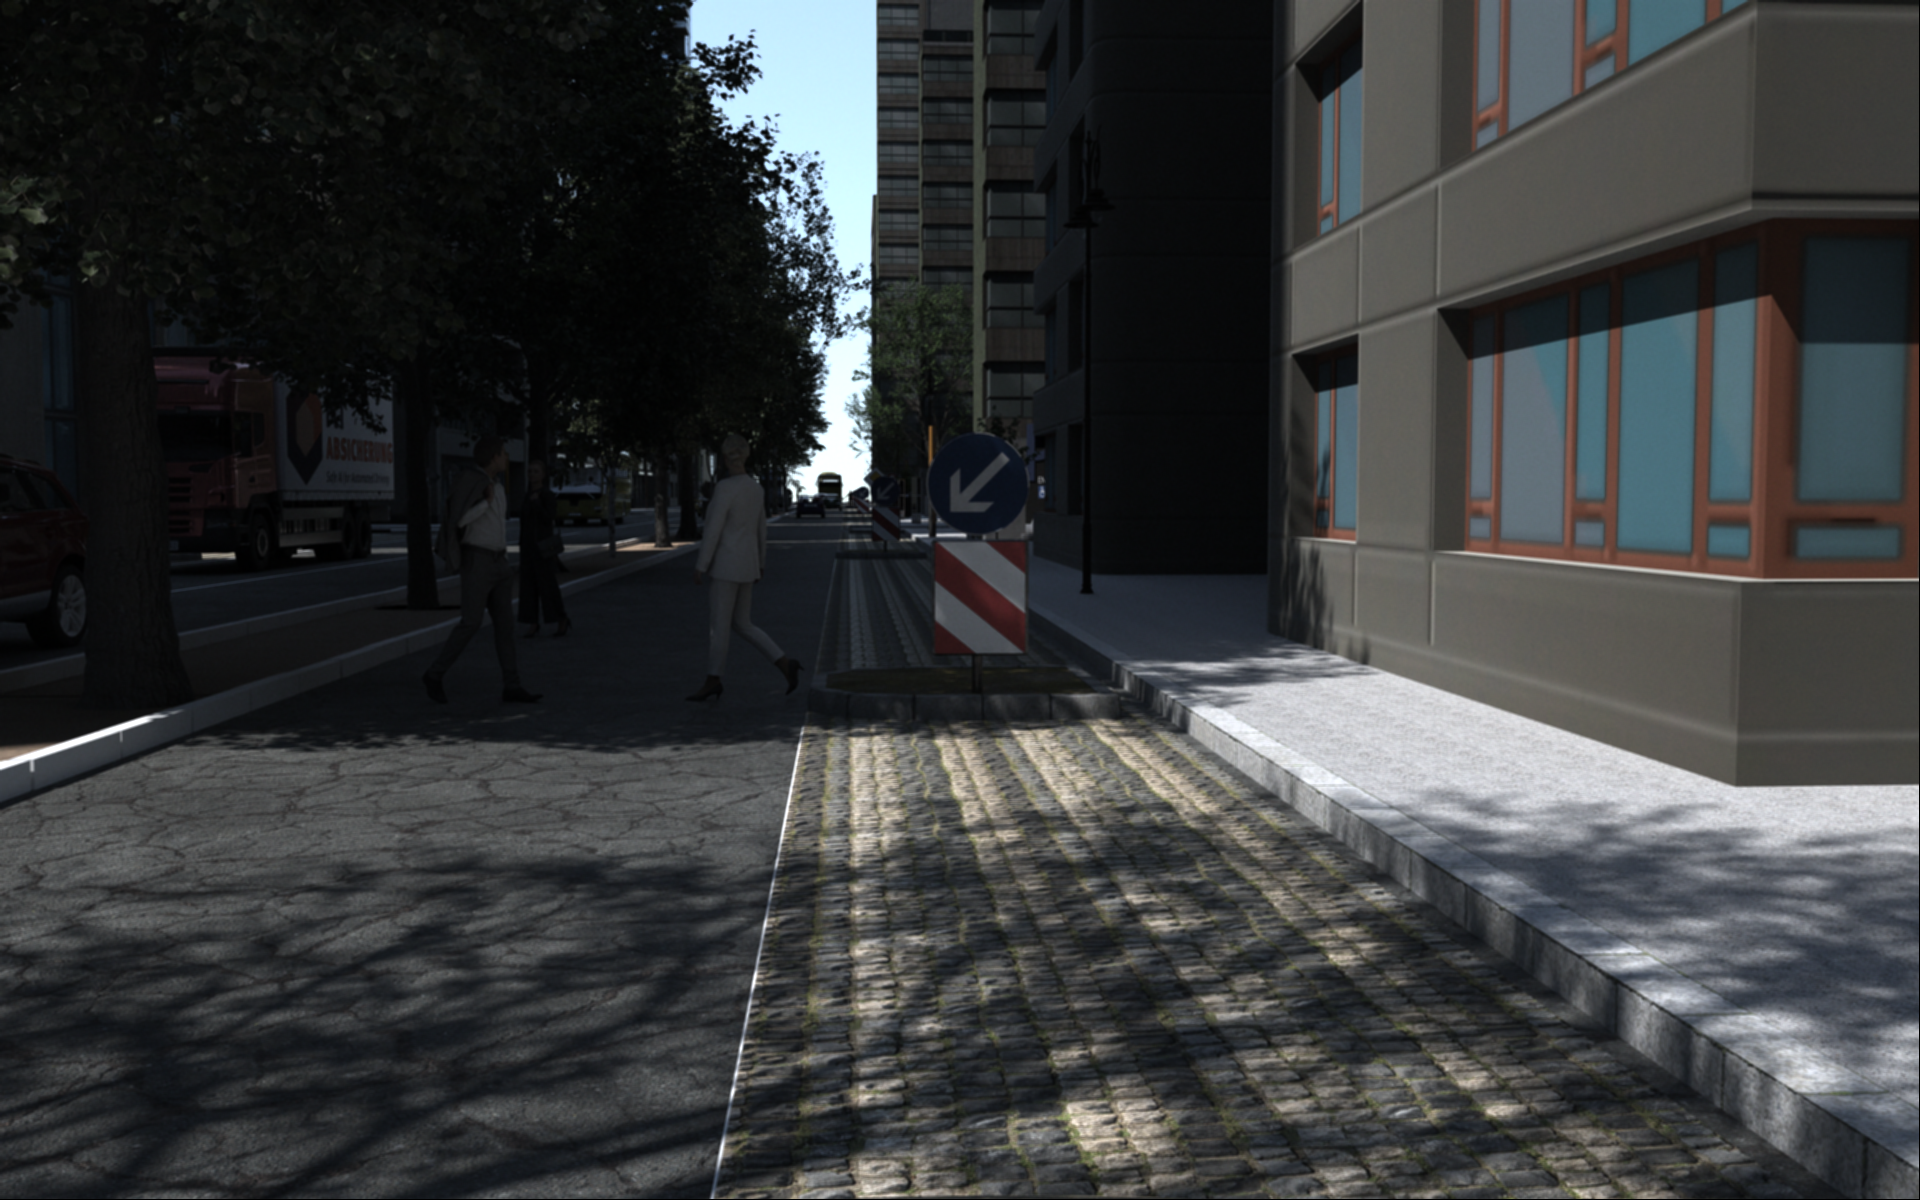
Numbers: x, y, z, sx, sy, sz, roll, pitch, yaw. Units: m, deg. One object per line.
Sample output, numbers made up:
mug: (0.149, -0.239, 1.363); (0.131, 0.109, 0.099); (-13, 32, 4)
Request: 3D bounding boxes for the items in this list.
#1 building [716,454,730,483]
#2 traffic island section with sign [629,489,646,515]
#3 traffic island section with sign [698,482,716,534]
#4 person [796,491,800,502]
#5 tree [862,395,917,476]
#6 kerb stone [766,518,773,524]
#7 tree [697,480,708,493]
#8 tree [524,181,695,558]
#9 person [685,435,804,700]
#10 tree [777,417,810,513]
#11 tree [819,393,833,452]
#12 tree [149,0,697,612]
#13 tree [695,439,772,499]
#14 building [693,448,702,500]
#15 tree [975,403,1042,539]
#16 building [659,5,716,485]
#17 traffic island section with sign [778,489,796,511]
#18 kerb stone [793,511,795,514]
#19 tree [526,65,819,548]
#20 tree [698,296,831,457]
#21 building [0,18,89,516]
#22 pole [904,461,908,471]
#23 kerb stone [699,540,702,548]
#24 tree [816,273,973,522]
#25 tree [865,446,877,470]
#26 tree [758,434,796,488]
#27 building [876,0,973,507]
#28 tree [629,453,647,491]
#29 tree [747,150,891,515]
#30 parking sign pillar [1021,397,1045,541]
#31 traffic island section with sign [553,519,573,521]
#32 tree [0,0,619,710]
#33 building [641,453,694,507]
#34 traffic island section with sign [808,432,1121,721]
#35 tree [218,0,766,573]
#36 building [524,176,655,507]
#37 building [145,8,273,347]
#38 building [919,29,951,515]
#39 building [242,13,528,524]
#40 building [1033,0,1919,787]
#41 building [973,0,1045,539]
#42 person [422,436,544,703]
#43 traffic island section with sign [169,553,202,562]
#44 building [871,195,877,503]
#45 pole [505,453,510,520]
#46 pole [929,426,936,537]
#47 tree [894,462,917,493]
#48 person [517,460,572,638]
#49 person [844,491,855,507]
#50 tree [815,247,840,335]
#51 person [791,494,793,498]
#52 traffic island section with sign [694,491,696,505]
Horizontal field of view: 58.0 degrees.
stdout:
building: (-49.399, -26.344, 275.763); (27.650, 21.520, 28.899); (0, 4, -4)
traffic island section with sign: (-22.861, -6.818, 120.104); (1.989, 1.847, 2.006); (0, 4, -4)
traffic island section with sign: (-9.166, -3.371, 63.256); (2.006, 1.907, 1.989); (0, 4, -4)
person: (-22.231, -14.029, 237.500); (0.705, 1.869, 1.348); (0, 4, 7)
tree: (-5.029, -10.882, 128.289); (4.737, 8.622, 4.395); (0, 3, 0)
kerb stone: (-9.709, -4.024, 88.162); (0.120, 0.150, 1.000); (0, 4, -4)
tree: (-30.558, -13.049, 207.960); (1.663, 3.219, 1.824); (0, 3, 0)
tree: (-7.805, -5.246, 38.595); (4.737, 8.622, 4.395); (0, 3, 0)
person: (-1.500, -0.222, 12.004); (0.818, 1.842, 0.514); (0, 4, 5)
tree: (-14.433, -11.709, 144.258); (4.360, 8.622, 3.978); (0, 3, 0)
tree: (-11.568, -11.255, 104.596); (7.486, 12.596, 7.792); (0, 3, 0)
tree: (-6.759, -5.686, 21.182); (9.928, 11.665, 9.643); (0, 3, 0)
tree: (-8.839, -6.672, 61.901); (4.360, 8.622, 3.978); (0, 3, 0)
building: (-39.310, -32.285, 211.448); (14.154, 41.232, 14.086); (0, 4, -4)
tree: (0.748, -2.607, 37.220); (1.663, 3.219, 1.824); (0, 3, 0)
building: (-45.400, -56.908, 243.111); (22.319, 86.520, 31.000); (0, 4, -4)
traffic island section with sign: (-14.499, -8.409, 145.630); (2.006, 1.907, 1.989); (0, 4, -4)
kerb stone: (-11.896, -6.097, 121.920); (0.120, 0.150, 1.000); (0, 4, -4)
tree: (-7.767, -7.623, 45.221); (7.486, 12.596, 7.792); (0, 3, 0)
tree: (-10.522, -8.939, 83.021); (8.767, 10.594, 7.601); (0, 4, -4)
building: (-36.699, -26.181, 47.663); (30.456, 49.044, 23.786); (0, 4, -4)
pole: (-3.285, -6.839, 105.653); (0.158, 3.312, 0.155); (0, 3, 0)
kerb stone: (-6.956, -1.430, 45.678); (0.120, 0.150, 1.000); (0, 4, -4)
tree: (-1.230, -9.480, 80.751); (9.928, 11.665, 9.643); (0, 3, 0)
tree: (-10.823, -17.356, 234.131); (4.360, 8.622, 3.978); (0, 3, 0)
tree: (-13.461, -10.542, 125.181); (4.737, 8.622, 4.395); (0, 3, 0)
building: (0.398, -27.757, 137.414); (14.154, 41.232, 14.086); (0, 4, -4)
tree: (-27.342, -11.739, 142.295); (4.360, 8.622, 3.978); (0, 3, 0)
tree: (-10.323, -14.431, 94.294); (12.611, 20.169, 13.585); (0, 3, 0)
parking sign pillar: (2.417, -3.618, 47.629); (1.447, 3.967, 1.447); (-3, 5, -45)
traffic island section with sign: (-21.118, -5.173, 93.205); (1.989, 1.847, 2.006); (0, 4, -4)
tree: (-5.544, -6.244, 11.195); (9.857, 13.997, 8.962); (0, 3, 0)
building: (-44.450, -21.112, 190.221); (27.650, 21.520, 28.899); (0, 4, -4)
traffic island section with sign: (-0.037, -0.196, 11.837); (1.989, 1.847, 2.006); (0, 4, -4)
tree: (-7.606, -6.820, 30.967); (9.611, 12.733, 9.660); (0, 3, 0)
building: (-40.668, -32.974, 158.736); (23.786, 49.044, 30.456); (0, 4, -4)
building: (-37.032, -30.319, 115.319); (23.786, 49.044, 30.456); (0, 4, -4)
building: (4.282, -20.826, 112.207); (14.160, 30.474, 14.107); (0, 4, -4)
building: (-33.393, -28.002, 81.534); (21.300, 48.544, 21.600); (0, 4, -4)
building: (16.262, -10.836, 22.212); (27.650, 21.520, 28.899); (0, 4, -4)
building: (7.280, -17.351, 55.390); (14.160, 30.474, 14.107); (0, 4, -4)
person: (-3.295, -0.199, 11.858); (0.850, 1.850, 0.679); (1, 4, 10)
traffic island section with sign: (-17.486, -1.747, 37.192); (1.989, 1.847, 2.006); (0, 4, -4)
building: (-2.799, -39.264, 265.662); (21.300, 48.544, 21.600); (0, 4, -4)
pole: (-22.273, -5.585, 85.156); (0.158, 3.312, 0.155); (0, 3, 0)
pole: (-0.825, -3.549, 51.864); (0.158, 3.312, 0.155); (0, 3, 0)
tree: (-3.255, -6.637, 103.115); (1.663, 3.219, 1.824); (0, 3, 0)
person: (-4.227, -0.520, 17.421); (0.576, 1.772, 0.534); (1, 4, 19)
person: (-11.768, -10.835, 185.788); (1.348, 1.807, 0.705); (-1, 4, -23)
tree: (-8.644, -8.271, 54.702); (9.611, 12.733, 9.660); (0, 3, 0)
person: (-28.934, -17.730, 298.320); (0.705, 1.831, 1.348); (-1, 4, -11)
traffic island section with sign: (-26.016, -9.799, 168.848); (1.989, 1.847, 2.006); (0, 4, -4)
